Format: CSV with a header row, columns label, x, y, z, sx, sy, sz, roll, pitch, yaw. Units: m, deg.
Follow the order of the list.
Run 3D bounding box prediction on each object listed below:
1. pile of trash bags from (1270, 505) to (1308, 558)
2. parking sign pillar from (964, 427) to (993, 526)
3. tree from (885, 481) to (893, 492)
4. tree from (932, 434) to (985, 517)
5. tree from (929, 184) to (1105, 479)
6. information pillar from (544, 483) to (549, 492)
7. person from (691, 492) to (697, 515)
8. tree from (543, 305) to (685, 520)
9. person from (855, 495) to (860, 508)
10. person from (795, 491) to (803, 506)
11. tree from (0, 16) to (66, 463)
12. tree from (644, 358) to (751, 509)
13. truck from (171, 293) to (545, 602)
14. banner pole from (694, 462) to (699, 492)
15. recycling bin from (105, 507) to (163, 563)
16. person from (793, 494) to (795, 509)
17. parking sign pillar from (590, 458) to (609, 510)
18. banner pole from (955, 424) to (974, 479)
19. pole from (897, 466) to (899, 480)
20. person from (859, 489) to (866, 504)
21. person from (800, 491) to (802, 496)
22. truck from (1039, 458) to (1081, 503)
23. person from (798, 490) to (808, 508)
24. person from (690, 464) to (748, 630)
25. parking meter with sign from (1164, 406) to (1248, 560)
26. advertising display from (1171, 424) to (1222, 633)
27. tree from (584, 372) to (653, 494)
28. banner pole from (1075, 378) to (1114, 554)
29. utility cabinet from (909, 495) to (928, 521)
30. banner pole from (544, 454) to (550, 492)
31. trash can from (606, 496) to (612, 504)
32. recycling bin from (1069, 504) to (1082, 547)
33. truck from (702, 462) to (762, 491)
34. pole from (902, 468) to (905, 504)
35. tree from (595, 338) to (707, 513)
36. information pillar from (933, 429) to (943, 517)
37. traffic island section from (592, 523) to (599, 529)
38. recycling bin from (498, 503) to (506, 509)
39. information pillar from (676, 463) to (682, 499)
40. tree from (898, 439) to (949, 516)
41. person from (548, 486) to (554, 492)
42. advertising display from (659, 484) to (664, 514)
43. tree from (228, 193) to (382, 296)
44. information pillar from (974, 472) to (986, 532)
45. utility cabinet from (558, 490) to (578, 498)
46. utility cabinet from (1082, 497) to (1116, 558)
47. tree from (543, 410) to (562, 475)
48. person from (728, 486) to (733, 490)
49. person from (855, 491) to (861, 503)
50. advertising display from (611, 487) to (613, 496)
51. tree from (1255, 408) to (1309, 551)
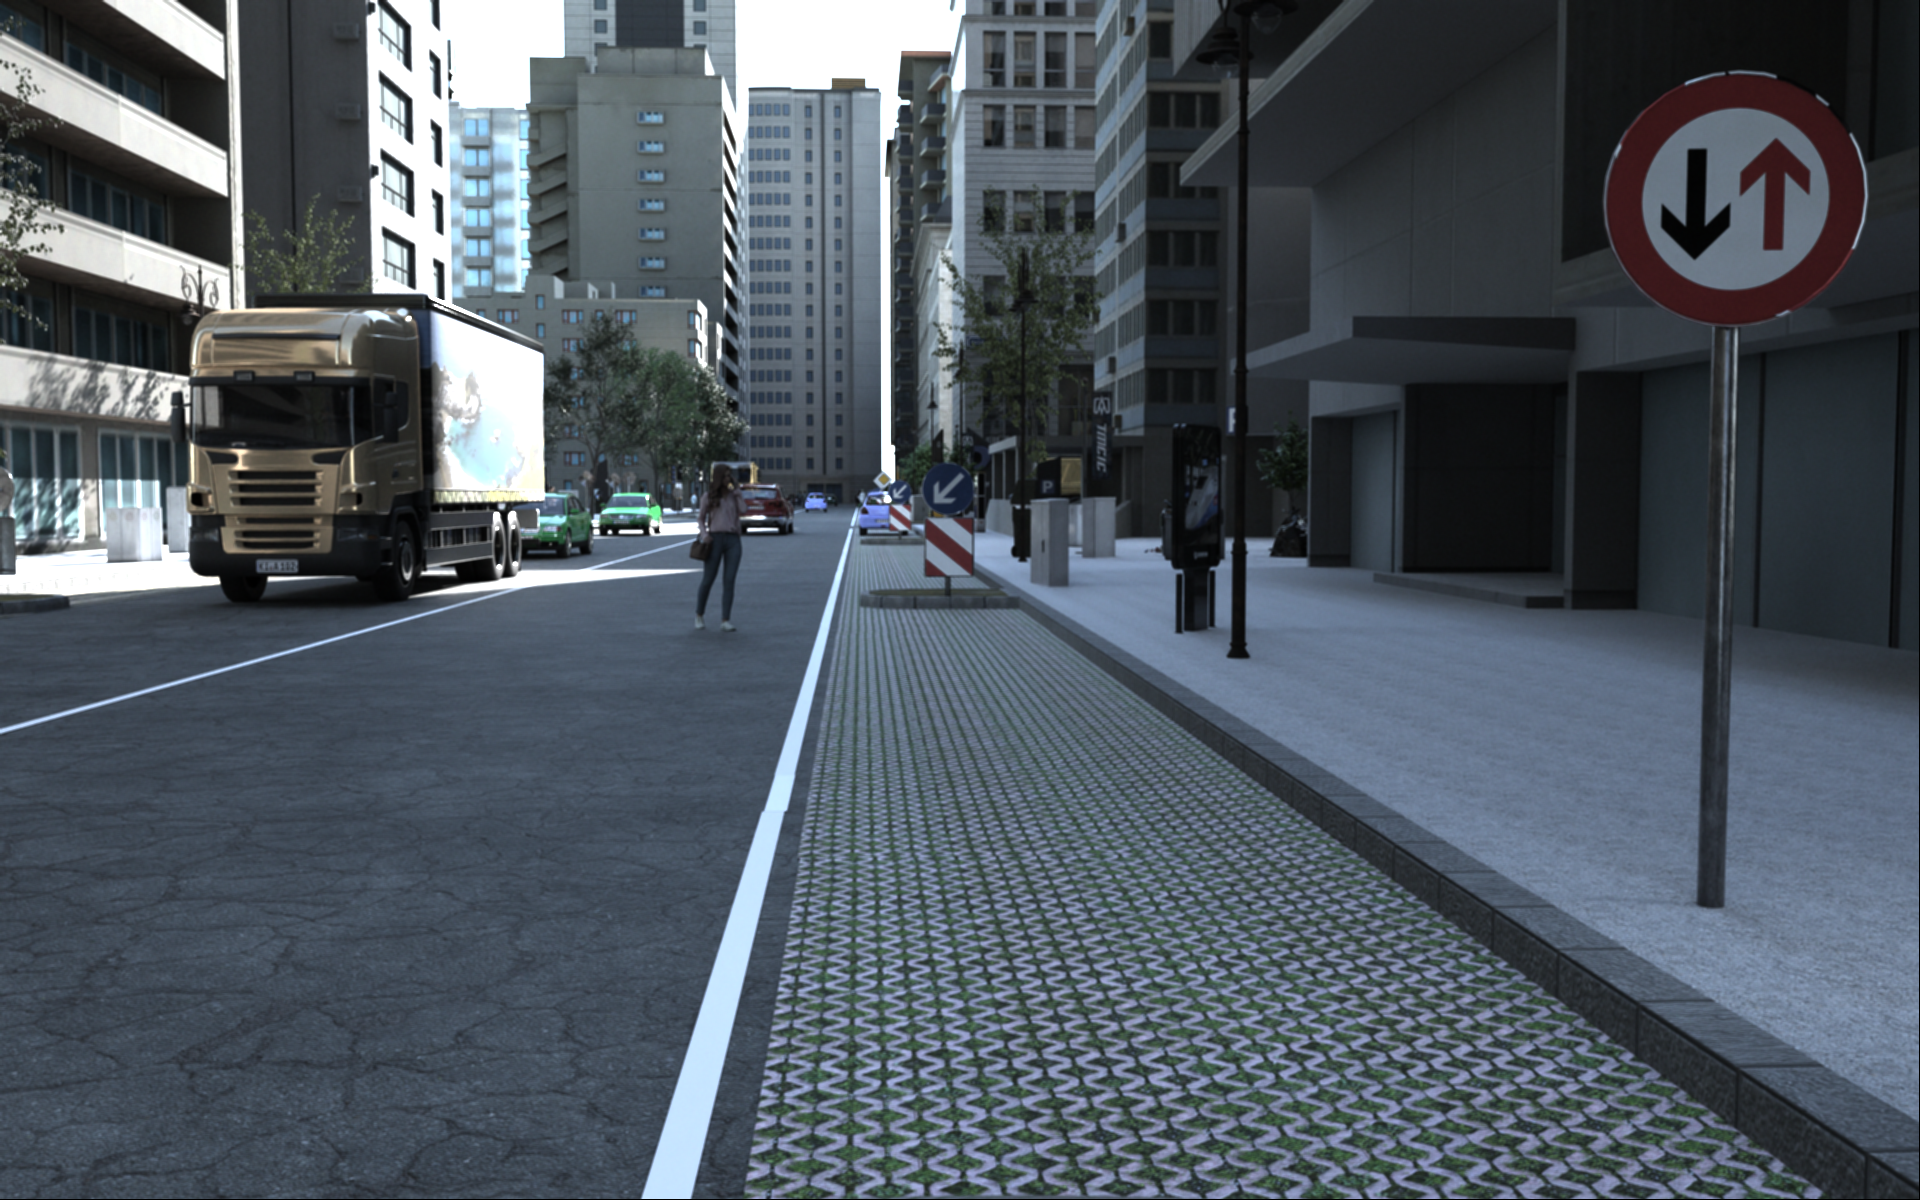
label,x,y,z,sx,sy,sz,roll,pitch,yaw
pile of trash bags,8.111,-1.600,35.918,3.447,1.369,1.912,-3,5,-41
parking sign pillar,0.819,-4.950,69.401,1.447,3.967,1.447,2,4,27
tree,-8.730,-13.007,207.259,1.663,3.219,1.824,0,3,0
tree,-0.157,-3.730,55.579,1.663,3.219,1.824,0,3,0
tree,1.547,-5.505,40.369,4.737,8.622,4.395,0,3,0
information pillar,-27.303,-6.717,114.320,0.304,2.012,0.304,-1,4,-21
person,-18.177,-6.623,118.593,0.330,1.601,0.589,-3,4,-37
tree,-18.075,-9.247,85.597,7.601,10.594,8.767,2,4,32
person,-10.726,-10.488,183.162,0.799,1.438,0.628,1,4,15
person,-19.498,-12.290,209.530,1.350,1.814,0.705,-2,4,-25
tree,-14.935,-4.570,25.076,4.360,8.622,3.978,0,3,0
tree,-22.354,-14.012,146.098,9.611,12.733,9.660,0,3,0
truck,-8.710,-2.298,26.492,2.839,4.237,11.283,0,4,-2
banner pole,-20.702,-8.923,135.903,0.401,3.779,0.863,2,4,24
recycling bin,-15.634,-1.238,32.794,0.722,1.027,0.722,1,4,12
person,-15.685,-9.305,163.897,0.557,1.426,1.065,0,4,-4
parking sign pillar,-26.979,-8.636,129.669,1.447,3.967,1.447,0,4,-7
banner pole,0.108,-4.420,62.284,0.863,3.779,0.401,0,4,-2
pole,-4.444,-7.968,124.114,0.158,3.312,0.155,0,3,0
person,-8.543,-8.829,152.726,0.514,1.842,0.818,-3,5,-43
person,-20.814,-13.325,226.456,1.348,1.812,0.705,0,4,1
truck,7.417,-4.894,75.934,9.791,3.379,3.469,0,4,-2
person,-15.529,-10.088,173.529,1.350,1.814,0.705,0,4,-1
person,-2.581,-0.566,18.345,0.593,1.750,0.643,-1,4,-20
parking meter with sign,4.799,-2.303,33.907,1.738,3.016,0.543,-2,4,-34
advertising display,2.228,-0.678,16.302,0.123,1.923,0.974,2,4,29
tree,-20.102,-9.275,102.015,4.360,8.622,3.978,0,3,0
banner pole,2.895,-2.886,37.207,0.863,3.779,0.401,2,4,25
utility cabinet,-1.945,-4.348,82.255,0.306,1.237,1.020,3,5,42
banner pole,-26.014,-7.260,108.724,0.863,3.779,0.401,-1,4,-22
trash can,-25.763,-7.103,127.795,0.748,1.137,0.748,0,3,0
recycling bin,2.953,-1.826,42.415,0.722,1.027,0.722,-2,4,-28
truck,-13.725,-6.735,106.035,3.469,3.379,9.791,0,4,-4
pole,-4.441,-8.687,135.874,0.158,3.312,0.155,0,3,0
tree,-20.389,-11.608,115.539,9.928,11.665,9.643,0,3,0
information pillar,-0.777,-4.353,62.527,0.183,3.616,0.504,-3,5,-42
traffic island section,-15.742,-3.461,78.872,2.009,0.180,2.903,0,4,-3
recycling bin,-18.361,-3.474,69.351,0.722,1.027,0.722,2,4,24
information pillar,-21.425,-8.611,132.138,0.504,3.616,0.183,-2,4,-34
tree,-1.840,-7.186,101.206,4.285,4.588,4.351,0,3,0
person,-17.635,-4.052,75.085,0.374,1.781,0.599,-3,5,-39
advertising display,-18.979,-6.419,110.164,0.123,1.923,0.974,0,4,-2
tree,-16.382,-5.686,43.322,4.737,8.622,4.395,0,3,0
information pillar,0.661,-3.273,57.999,0.304,2.012,0.304,-1,4,-22
utility cabinet,-24.115,-5.990,106.618,1.173,1.500,0.318,0,4,4
utility cabinet,2.818,-1.469,35.185,0.306,1.237,1.020,2,4,29
tree,-34.133,-11.546,139.133,4.360,8.622,3.978,0,3,0
person,-10.393,-4.269,78.469,0.661,1.801,0.590,1,4,15
person,-11.164,-11.304,193.287,1.348,1.831,0.705,2,4,24
advertising display,-30.677,-9.014,152.591,0.123,1.923,0.974,-1,4,-10
tree,7.449,-2.721,39.088,1.663,3.219,1.824,0,3,0
